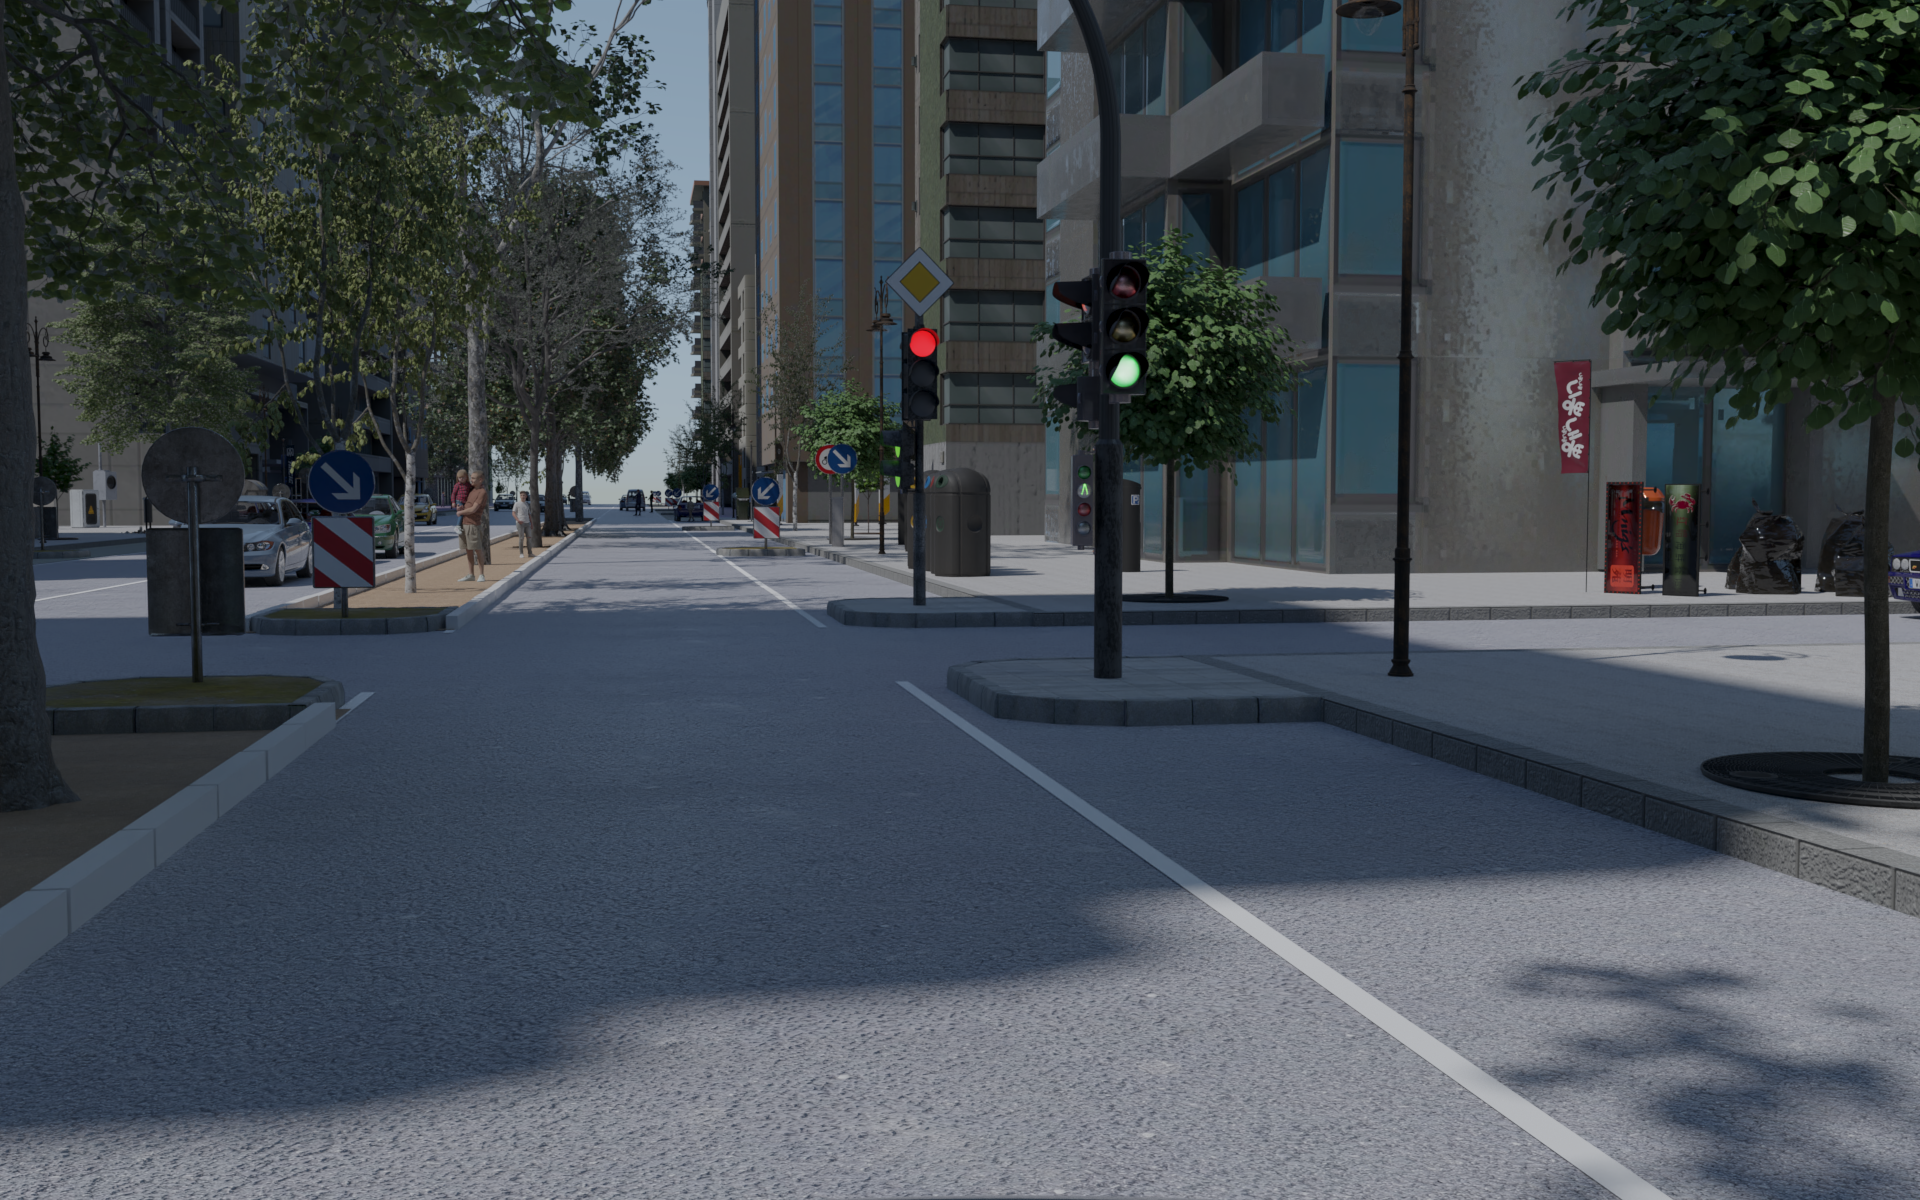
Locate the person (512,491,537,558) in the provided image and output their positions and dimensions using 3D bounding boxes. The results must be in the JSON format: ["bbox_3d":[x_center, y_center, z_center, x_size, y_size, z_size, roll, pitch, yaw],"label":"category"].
[{"bbox_3d":[-9.741,-1.693,38.773,0.523,1.515,0.503,1,4,12],"label":"person"}]

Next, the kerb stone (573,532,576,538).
[{"bbox_3d":[-12.137,-1.944,53.985,0.120,0.150,1.000,-1,4,-11],"label":"kerb stone"}]

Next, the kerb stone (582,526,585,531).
[{"bbox_3d":[-14.047,-2.558,64.061,0.120,0.150,1.000,-1,4,-11],"label":"kerb stone"}]

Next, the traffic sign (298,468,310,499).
[{"bbox_3d":[-31.492,-5.102,83.521,0.768,2.556,0.104,-1,4,-10],"label":"traffic sign"}]

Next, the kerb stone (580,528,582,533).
[{"bbox_3d":[-13.473,-2.373,61.028,0.120,0.150,1.000,-1,4,-11],"label":"kerb stone"}]

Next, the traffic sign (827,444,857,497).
[{"bbox_3d":[-2.982,-2.678,43.883,0.768,2.556,0.104,0,4,-2],"label":"traffic sign"}]

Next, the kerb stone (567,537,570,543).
[{"bbox_3d":[-11.180,-1.636,48.938,0.120,0.150,1.000,-1,4,-11],"label":"kerb stone"}]

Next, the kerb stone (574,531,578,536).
[{"bbox_3d":[-12.522,-2.067,55.997,0.120,0.150,1.000,-1,4,-11],"label":"kerb stone"}]

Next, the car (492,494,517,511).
[{"bbox_3d":[-38.057,-8.265,144.918,2.009,1.686,4.222,-1,4,-12],"label":"car"}]

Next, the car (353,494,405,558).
[{"bbox_3d":[-13.781,-1.721,39.942,2.131,1.459,4.920,-1,4,-12],"label":"car"}]

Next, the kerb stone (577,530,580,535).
[{"bbox_3d":[-12.898,-2.190,58.010,0.120,0.150,1.000,-1,4,-11],"label":"kerb stone"}]

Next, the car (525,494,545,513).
[{"bbox_3d":[-29.879,-6.864,122.010,2.009,1.686,4.222,-1,4,-13],"label":"car"}]

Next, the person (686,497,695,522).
[{"bbox_3d":[-13.763,-4.623,88.366,0.640,1.303,0.475,2,4,35],"label":"person"}]

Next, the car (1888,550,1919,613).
[{"bbox_3d":[12.680,-0.431,19.626,3.894,1.354,1.945,-1,4,-10],"label":"car"}]

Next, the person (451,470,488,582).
[{"bbox_3d":[-7.974,-1.206,28.200,0.580,1.828,0.573,-1,4,-10],"label":"person"}]

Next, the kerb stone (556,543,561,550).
[{"bbox_3d":[-10.036,-1.265,42.886,0.120,0.150,1.000,-1,4,-11],"label":"kerb stone"}]

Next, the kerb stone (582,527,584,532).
[{"bbox_3d":[-13.856,-2.499,63.046,0.120,0.150,1.000,-1,4,-11],"label":"kerb stone"}]

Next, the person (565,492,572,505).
[{"bbox_3d":[-50.728,-13.160,224.495,0.721,1.723,1.217,2,4,31],"label":"person"}]

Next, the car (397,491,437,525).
[{"bbox_3d":[-25.217,-4.274,80.108,2.015,1.641,3.980,-1,4,-12],"label":"car"}]

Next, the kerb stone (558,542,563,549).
[{"bbox_3d":[-10.221,-1.323,43.899,0.120,0.150,1.000,-1,4,-11],"label":"kerb stone"}]

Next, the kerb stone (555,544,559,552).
[{"bbox_3d":[-9.836,-1.204,41.881,0.120,0.150,1.000,-1,4,-11],"label":"kerb stone"}]

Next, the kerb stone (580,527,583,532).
[{"bbox_3d":[-13.664,-2.437,62.033,0.120,0.150,1.000,-1,4,-11],"label":"kerb stone"}]

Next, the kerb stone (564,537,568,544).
[{"bbox_3d":[-10.987,-1.574,47.934,0.120,0.150,1.000,-1,4,-11],"label":"kerb stone"}]

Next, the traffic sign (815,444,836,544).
[{"bbox_3d":[-3.318,-2.705,44.331,0.768,2.556,0.104,0,4,-2],"label":"traffic sign"}]

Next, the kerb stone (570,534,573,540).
[{"bbox_3d":[-11.755,-1.818,51.971,0.120,0.150,1.000,-1,4,-11],"label":"kerb stone"}]

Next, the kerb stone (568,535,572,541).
[{"bbox_3d":[-11.561,-1.760,50.967,0.120,0.150,1.000,-1,4,-11],"label":"kerb stone"}]

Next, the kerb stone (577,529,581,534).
[{"bbox_3d":[-13.086,-2.252,59.021,0.120,0.150,1.000,-1,4,-11],"label":"kerb stone"}]

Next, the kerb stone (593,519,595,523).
[{"bbox_3d":[-17.299,-3.608,81.187,0.120,0.150,1.000,-1,4,-11],"label":"kerb stone"}]

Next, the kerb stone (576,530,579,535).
[{"bbox_3d":[-12.709,-2.129,57.004,0.120,0.150,1.000,-1,4,-11],"label":"kerb stone"}]

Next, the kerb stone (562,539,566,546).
[{"bbox_3d":[-10.595,-1.451,45.925,0.120,0.150,1.000,-1,4,-11],"label":"kerb stone"}]

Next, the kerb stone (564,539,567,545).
[{"bbox_3d":[-10.800,-1.510,46.927,0.120,0.150,1.000,-1,4,-11],"label":"kerb stone"}]

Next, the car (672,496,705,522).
[{"bbox_3d":[-14.243,-4.842,91.740,1.945,1.354,3.894,-1,4,-12],"label":"car"}]

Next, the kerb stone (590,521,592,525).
[{"bbox_3d":[-16.151,-3.238,75.133,0.120,0.150,1.000,-1,4,-11],"label":"kerb stone"}]

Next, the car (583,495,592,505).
[{"bbox_3d":[-49.518,-13.184,227.927,2.083,1.381,4.827,-1,4,-10],"label":"car"}]

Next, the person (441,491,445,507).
[{"bbox_3d":[-50.947,-9.869,170.781,0.530,1.710,0.541,-1,4,-11],"label":"person"}]

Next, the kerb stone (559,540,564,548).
[{"bbox_3d":[-10.410,-1.389,44.910,0.120,0.150,1.000,-1,4,-11],"label":"kerb stone"}]

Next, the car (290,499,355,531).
[{"bbox_3d":[-13.236,-1.370,34.985,1.945,1.354,3.894,-1,4,-9],"label":"car"}]

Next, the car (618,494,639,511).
[{"bbox_3d":[-28.908,-8.539,151.621,2.014,1.417,4.499,-1,4,-10],"label":"car"}]

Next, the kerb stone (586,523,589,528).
[{"bbox_3d":[-15.196,-2.925,70.111,0.120,0.150,1.000,-1,4,-11],"label":"kerb stone"}]

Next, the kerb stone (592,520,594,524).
[{"bbox_3d":[-16.726,-3.418,78.170,0.120,0.150,1.000,-1,4,-11],"label":"kerb stone"}]

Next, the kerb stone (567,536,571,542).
[{"bbox_3d":[-11.372,-1.698,49.954,0.120,0.150,1.000,-1,4,-11],"label":"kerb stone"}]

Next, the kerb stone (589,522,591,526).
[{"bbox_3d":[-15.766,-3.115,73.124,0.120,0.150,1.000,-1,4,-11],"label":"kerb stone"}]

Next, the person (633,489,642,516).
[{"bbox_3d":[-21.461,-6.485,114.974,0.568,1.767,0.683,1,4,22],"label":"person"}]

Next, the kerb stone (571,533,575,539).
[{"bbox_3d":[-11.947,-1.883,52.979,0.120,0.150,1.000,-1,4,-11],"label":"kerb stone"}]

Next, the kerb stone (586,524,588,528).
[{"bbox_3d":[-15.011,-2.860,69.095,0.120,0.150,1.000,-1,4,-11],"label":"kerb stone"}]

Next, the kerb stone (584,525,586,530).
[{"bbox_3d":[-14.430,-2.684,66.074,0.120,0.150,1.000,-1,4,-11],"label":"kerb stone"}]

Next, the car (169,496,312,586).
[{"bbox_3d":[-11.733,-0.999,28.331,2.014,1.417,4.499,-1,4,-11],"label":"car"}]

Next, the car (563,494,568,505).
[{"bbox_3d":[-54.553,-13.875,236.638,2.009,1.686,4.222,-1,4,-12],"label":"car"}]

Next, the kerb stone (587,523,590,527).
[{"bbox_3d":[-15.381,-2.992,71.116,0.120,0.150,1.000,-1,4,-11],"label":"kerb stone"}]

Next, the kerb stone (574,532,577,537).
[{"bbox_3d":[-12.329,-2.003,54.989,0.120,0.150,1.000,-1,4,-11],"label":"kerb stone"}]

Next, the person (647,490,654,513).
[{"bbox_3d":[-23.953,-7.628,134.046,0.721,1.723,1.217,-2,4,-27],"label":"person"}]
